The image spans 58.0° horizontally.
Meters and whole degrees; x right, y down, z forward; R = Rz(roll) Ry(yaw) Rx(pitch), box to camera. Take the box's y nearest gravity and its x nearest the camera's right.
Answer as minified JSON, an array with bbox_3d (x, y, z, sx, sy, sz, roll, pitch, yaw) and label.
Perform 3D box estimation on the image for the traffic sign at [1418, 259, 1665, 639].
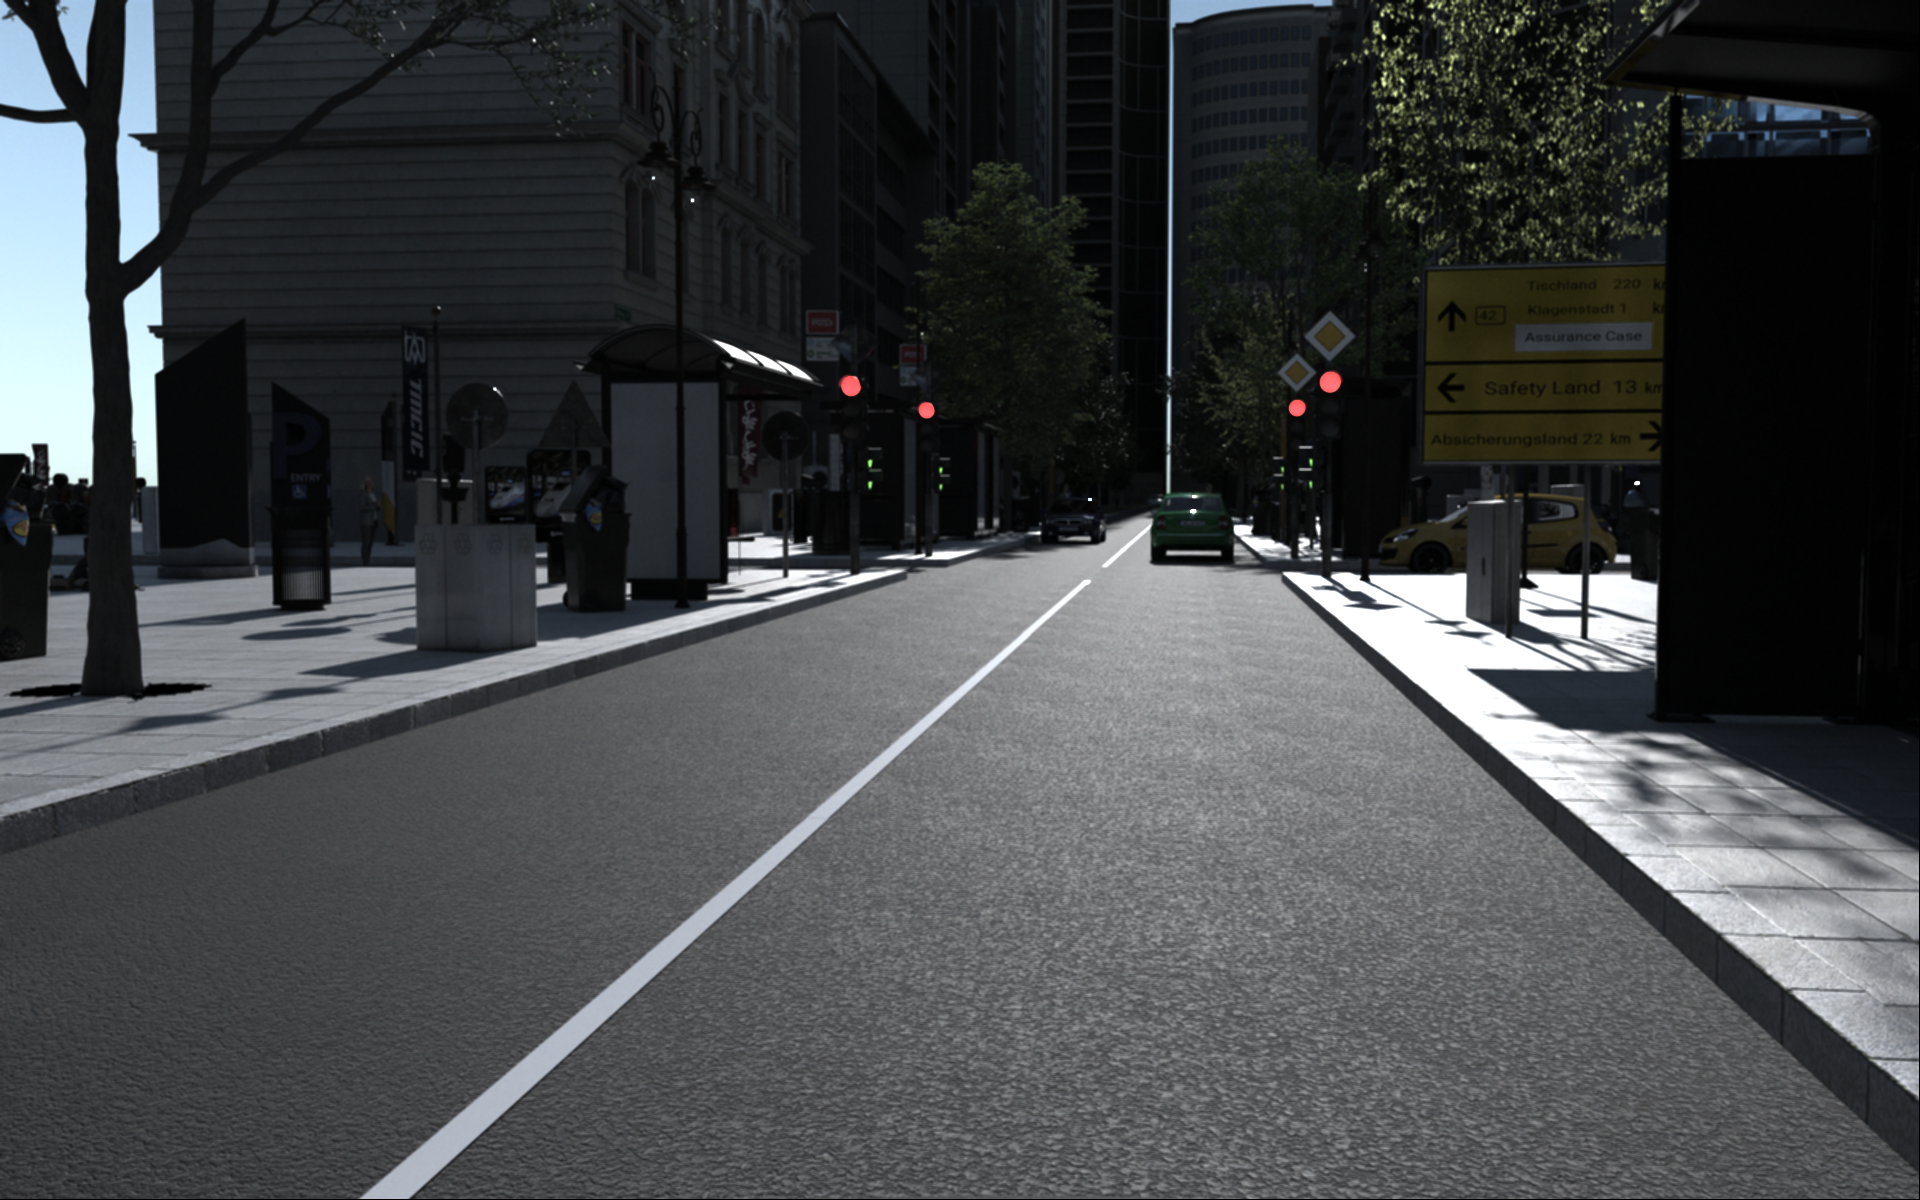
[{"bbox_3d":[5.217,-1.311,15.304,2.265,3.308,0.079,1,4,11],"label":"traffic sign"}]

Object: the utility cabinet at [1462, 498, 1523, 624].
[{"bbox_3d":[5.382,-0.389,17.517,0.306,1.237,1.020,0,4,2],"label":"utility cabinet"}]

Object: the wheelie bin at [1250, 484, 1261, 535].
[{"bbox_3d":[9.587,-2.851,54.525,0.693,1.594,0.980,2,4,33],"label":"wheelie bin"}]

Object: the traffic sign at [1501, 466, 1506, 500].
[{"bbox_3d":[6.994,-1.235,22.317,0.606,2.300,0.079,1,4,12],"label":"traffic sign"}]

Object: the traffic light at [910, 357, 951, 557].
[{"bbox_3d":[-0.623,-2.848,35.487,0.839,4.253,0.868,0,4,7],"label":"traffic light"}]

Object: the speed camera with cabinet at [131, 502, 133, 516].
[{"bbox_3d":[-49.244,-6.667,103.349,0.660,3.252,2.038,-3,4,-39],"label":"speed camera with cabinet"}]

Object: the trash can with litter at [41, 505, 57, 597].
[{"bbox_3d":[-11.664,-0.600,21.193,1.055,1.170,0.624,-3,4,-36],"label":"trash can with litter"}]

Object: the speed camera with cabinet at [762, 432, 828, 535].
[{"bbox_3d":[-5.155,-3.675,54.424,2.038,3.252,0.660,-2,4,-25],"label":"speed camera with cabinet"}]

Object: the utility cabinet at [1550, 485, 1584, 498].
[{"bbox_3d":[14.375,-1.981,41.070,0.318,1.500,1.173,0,4,-7],"label":"utility cabinet"}]

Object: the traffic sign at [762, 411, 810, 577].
[{"bbox_3d":[-2.686,-1.622,26.620,0.768,2.556,0.104,1,4,12],"label":"traffic sign"}]

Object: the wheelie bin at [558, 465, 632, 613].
[{"bbox_3d":[-4.003,-0.682,19.052,0.693,1.594,0.980,-2,4,-30],"label":"wheelie bin"}]

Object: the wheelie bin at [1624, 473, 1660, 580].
[{"bbox_3d":[10.419,-1.106,25.999,0.980,1.594,0.693,0,4,-7],"label":"wheelie bin"}]

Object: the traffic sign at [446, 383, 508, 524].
[{"bbox_3d":[-5.536,-1.206,19.832,0.768,2.556,0.104,1,4,11],"label":"traffic sign"}]

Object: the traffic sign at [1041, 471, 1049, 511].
[{"bbox_3d":[4.854,-5.857,95.761,0.884,2.594,0.081,1,4,9],"label":"traffic sign"}]

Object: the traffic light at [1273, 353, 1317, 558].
[{"bbox_3d":[6.678,-2.791,34.549,0.839,4.253,0.868,0,4,7],"label":"traffic light"}]

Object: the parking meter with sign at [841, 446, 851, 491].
[{"bbox_3d":[-4.172,-4.047,62.437,0.543,3.016,1.738,-1,4,-8],"label":"parking meter with sign"}]

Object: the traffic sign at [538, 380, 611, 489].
[{"bbox_3d":[-4.420,-1.213,19.840,0.884,2.594,0.081,1,4,11],"label":"traffic sign"}]

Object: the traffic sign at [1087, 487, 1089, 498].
[{"bbox_3d":[7.018,-5.802,94.972,0.768,2.556,0.104,1,4,14],"label":"traffic sign"}]

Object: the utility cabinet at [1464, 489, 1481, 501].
[{"bbox_3d":[22.680,-4.106,75.816,1.173,1.500,0.318,2,4,29],"label":"utility cabinet"}]

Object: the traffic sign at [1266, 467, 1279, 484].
[{"bbox_3d":[14.115,-4.757,77.883,0.768,2.556,0.104,1,4,17],"label":"traffic sign"}]

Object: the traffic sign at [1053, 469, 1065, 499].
[{"bbox_3d":[5.012,-5.423,88.770,0.768,2.556,0.104,1,4,12],"label":"traffic sign"}]

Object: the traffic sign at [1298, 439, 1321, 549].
[{"bbox_3d":[8.190,-2.456,40.269,0.768,2.556,0.104,1,4,12],"label":"traffic sign"}]

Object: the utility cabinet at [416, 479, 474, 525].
[{"bbox_3d":[-7.464,-1.016,25.284,0.318,1.500,1.173,1,4,14],"label":"utility cabinet"}]

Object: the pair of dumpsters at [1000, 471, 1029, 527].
[{"bbox_3d":[1.876,-4.128,69.987,1.574,2.255,4.437,0,4,8],"label":"pair of dumpsters"}]

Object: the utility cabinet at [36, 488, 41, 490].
[{"bbox_3d":[-36.600,-3.631,68.043,1.173,1.500,0.318,2,4,30],"label":"utility cabinet"}]

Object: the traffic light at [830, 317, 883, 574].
[{"bbox_3d":[-1.661,-2.364,27.569,0.839,4.253,0.868,0,4,7],"label":"traffic light"}]

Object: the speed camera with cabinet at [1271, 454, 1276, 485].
[{"bbox_3d":[15.041,-5.339,81.633,0.660,3.252,2.038,0,4,7],"label":"speed camera with cabinet"}]

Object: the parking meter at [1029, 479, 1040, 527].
[{"bbox_3d":[2.930,-3.798,67.800,0.399,1.863,0.255,-3,5,-44],"label":"parking meter"}]

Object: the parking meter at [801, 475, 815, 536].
[{"bbox_3d":[-4.613,-2.874,52.702,0.399,1.863,0.255,2,4,27],"label":"parking meter"}]

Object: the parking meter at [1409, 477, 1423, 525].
[{"bbox_3d":[15.684,-3.294,59.575,0.399,1.863,0.255,-1,4,-9],"label":"parking meter"}]

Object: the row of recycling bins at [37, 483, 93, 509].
[{"bbox_3d":[-33.739,-3.613,66.193,3.534,1.692,1.069,2,4,31],"label":"row of recycling bins"}]

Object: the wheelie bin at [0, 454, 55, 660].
[{"bbox_3d":[-7.585,-0.347,13.579,0.980,1.594,0.693,1,4,16],"label":"wheelie bin"}]

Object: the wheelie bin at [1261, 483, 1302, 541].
[{"bbox_3d":[8.993,-2.440,47.807,0.980,1.594,0.693,3,4,37],"label":"wheelie bin"}]

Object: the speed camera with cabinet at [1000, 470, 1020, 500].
[{"bbox_3d":[1.290,-4.411,66.455,2.038,3.252,0.660,-2,4,-28],"label":"speed camera with cabinet"}]

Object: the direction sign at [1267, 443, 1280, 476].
[{"bbox_3d":[14.030,-5.180,76.693,0.876,3.537,0.379,1,4,16],"label":"direction sign"}]

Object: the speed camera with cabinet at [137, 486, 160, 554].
[{"bbox_3d":[-16.698,-2.652,37.703,0.660,3.252,2.038,3,4,39],"label":"speed camera with cabinet"}]

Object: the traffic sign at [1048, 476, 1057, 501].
[{"bbox_3d":[5.216,-5.817,95.207,0.768,2.556,0.104,1,4,17],"label":"traffic sign"}]

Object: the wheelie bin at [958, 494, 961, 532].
[{"bbox_3d":[0.327,-3.129,59.068,0.980,1.594,0.693,-3,5,-41],"label":"wheelie bin"}]

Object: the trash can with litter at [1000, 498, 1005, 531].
[{"bbox_3d":[0.978,-2.833,57.699,1.055,1.170,0.624,1,4,9],"label":"trash can with litter"}]

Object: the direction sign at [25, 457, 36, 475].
[{"bbox_3d":[-61.820,-7.551,115.455,0.379,3.537,0.876,3,5,42],"label":"direction sign"}]

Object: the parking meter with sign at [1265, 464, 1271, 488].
[{"bbox_3d":[18.252,-6.439,101.541,0.543,3.016,1.738,1,4,21],"label":"parking meter with sign"}]

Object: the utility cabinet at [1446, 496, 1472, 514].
[{"bbox_3d":[21.333,-3.844,74.007,1.020,1.237,0.306,0,4,-3],"label":"utility cabinet"}]

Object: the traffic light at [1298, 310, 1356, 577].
[{"bbox_3d":[5.640,-2.306,26.631,0.839,4.253,0.868,0,4,7],"label":"traffic light"}]

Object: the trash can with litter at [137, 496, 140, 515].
[{"bbox_3d":[-52.801,-6.102,111.157,0.624,1.170,1.055,1,4,13],"label":"trash can with litter"}]

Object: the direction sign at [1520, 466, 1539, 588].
[{"bbox_3d":[7.734,-1.935,23.642,0.379,3.537,0.876,0,4,-2],"label":"direction sign"}]
